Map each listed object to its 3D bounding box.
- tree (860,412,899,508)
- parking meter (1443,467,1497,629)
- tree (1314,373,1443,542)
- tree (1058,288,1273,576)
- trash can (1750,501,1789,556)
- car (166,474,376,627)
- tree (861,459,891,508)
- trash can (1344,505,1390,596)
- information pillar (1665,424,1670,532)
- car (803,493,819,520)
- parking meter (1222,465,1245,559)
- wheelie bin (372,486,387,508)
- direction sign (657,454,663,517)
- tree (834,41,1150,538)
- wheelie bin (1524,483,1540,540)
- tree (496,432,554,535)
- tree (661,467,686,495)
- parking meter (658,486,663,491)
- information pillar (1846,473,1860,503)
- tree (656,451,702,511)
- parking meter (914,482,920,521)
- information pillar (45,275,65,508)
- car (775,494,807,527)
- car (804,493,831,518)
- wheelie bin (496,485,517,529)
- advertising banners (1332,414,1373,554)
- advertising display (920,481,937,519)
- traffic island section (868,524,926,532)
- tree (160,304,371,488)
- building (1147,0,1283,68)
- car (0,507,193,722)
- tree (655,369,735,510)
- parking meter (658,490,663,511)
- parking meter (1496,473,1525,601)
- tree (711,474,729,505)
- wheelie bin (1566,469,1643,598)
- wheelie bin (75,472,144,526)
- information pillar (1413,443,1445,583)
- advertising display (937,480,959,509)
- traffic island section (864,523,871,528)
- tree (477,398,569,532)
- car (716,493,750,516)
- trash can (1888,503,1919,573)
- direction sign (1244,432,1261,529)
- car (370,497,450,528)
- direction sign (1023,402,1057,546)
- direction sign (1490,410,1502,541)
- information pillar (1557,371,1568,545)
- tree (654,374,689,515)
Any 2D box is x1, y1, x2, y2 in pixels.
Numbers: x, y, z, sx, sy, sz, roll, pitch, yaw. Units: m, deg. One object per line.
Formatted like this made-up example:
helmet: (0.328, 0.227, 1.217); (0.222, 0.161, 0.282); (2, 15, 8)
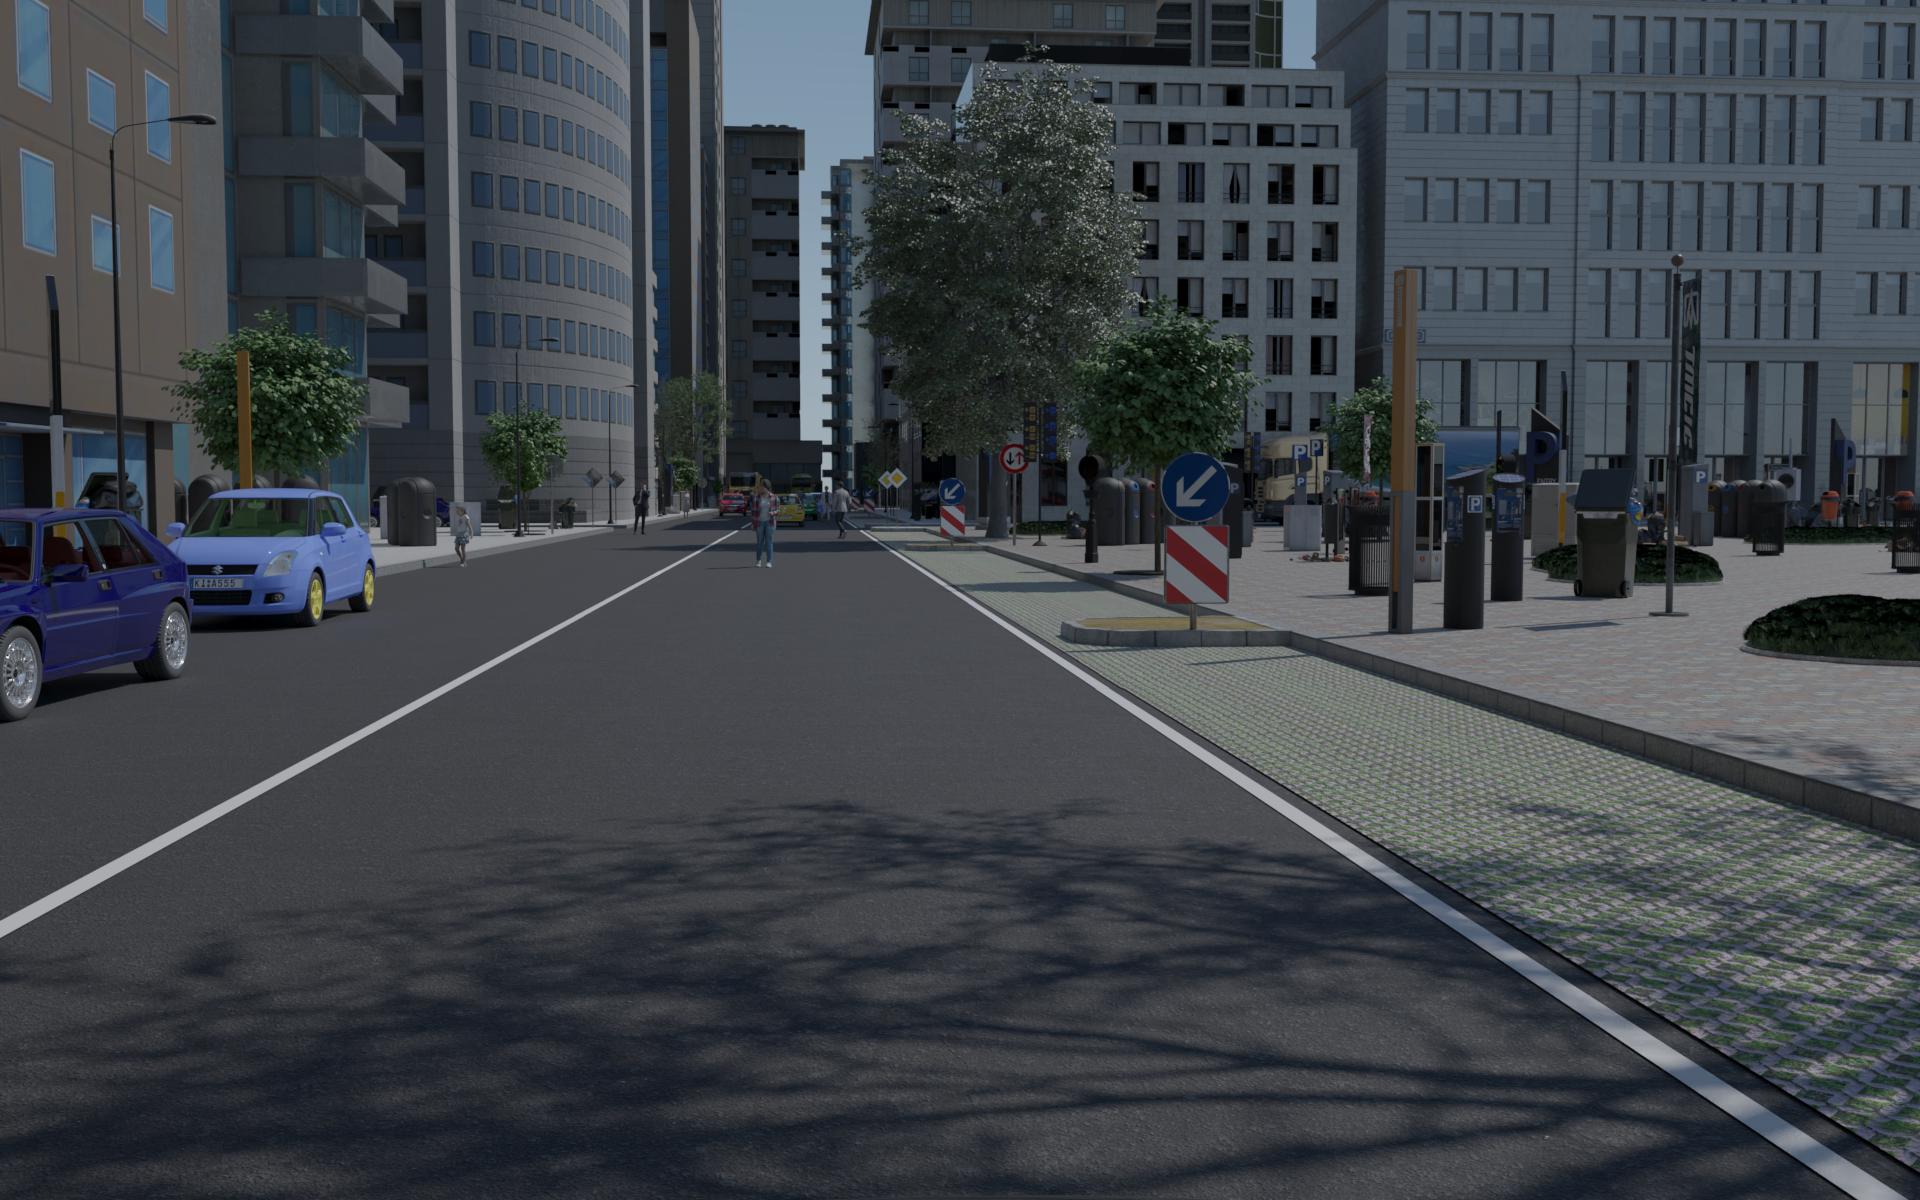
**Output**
tree: (-7.130, -12.551, 155.579); (4.360, 8.622, 3.978); (0, 3, 0)
parking meter: (4.819, -0.497, 16.537); (0.372, 1.533, 0.369); (0, 3, 0)
tree: (11.372, -3.878, 47.117); (4.285, 4.588, 4.351); (0, 3, 0)
tree: (3.272, -2.695, 27.777); (4.285, 4.588, 4.351); (0, 3, 0)
trash can: (16.876, -1.498, 36.138); (0.748, 1.137, 0.748); (0, 3, 0)
car: (-7.893, -0.621, 19.743); (1.945, 1.707, 3.694); (0, 4, -6)
tree: (-7.859, -10.966, 163.002); (4.285, 4.588, 4.351); (0, 3, 0)
trash can: (5.250, -0.633, 22.003); (0.748, 1.137, 0.748); (0, 3, 0)
information pillar: (23.879, -4.084, 58.132); (0.183, 3.616, 0.504); (0, 4, 2)
car: (-8.736, -5.295, 95.372); (1.959, 1.807, 4.718); (0, 4, -5)
parking meter: (5.438, -1.759, 34.478); (0.399, 1.863, 0.255); (0, 4, -6)
wheelie bin: (-24.024, -3.928, 72.133); (0.980, 1.594, 0.693); (3, 4, 39)
direction sign: (-16.981, -6.481, 97.965); (0.379, 3.537, 0.876); (0, 4, -1)
tree: (1.094, -8.807, 50.654); (9.857, 13.997, 8.962); (0, 3, 0)
wheelie bin: (16.226, -2.516, 49.052); (0.980, 1.594, 0.693); (-3, 4, -36)
tree: (-13.624, -3.634, 54.017); (1.663, 3.219, 1.824); (0, 3, 0)
tree: (-20.038, -7.746, 121.252); (1.663, 3.219, 1.824); (0, 3, 0)
parking meter: (-21.658, -7.323, 125.435); (0.399, 1.863, 0.255); (1, 4, 9)
information pillar: (30.935, -3.397, 60.038); (0.304, 2.012, 0.304); (-3, 4, -37)
tree: (-21.114, -8.955, 130.122); (4.285, 4.588, 4.351); (0, 3, 0)
parking meter: (-2.055, -4.721, 82.901); (0.255, 1.863, 0.399); (1, 4, 9)
information pillar: (-9.612, -1.656, 18.432); (0.183, 3.616, 0.504); (-2, 4, -32)
car: (-7.762, -4.065, 76.694); (2.015, 1.641, 3.980); (0, 4, -6)
car: (-8.816, -5.892, 105.920); (1.945, 1.707, 3.694); (0, 4, -5)
wheelie bin: (-16.491, -3.386, 63.262); (0.980, 1.594, 0.693); (1, 4, 9)
advertising banners: (8.513, -2.521, 37.412); (0.090, 3.025, 2.074); (2, 4, 35)
advertising display: (-1.594, -5.082, 88.308); (0.974, 1.923, 0.123); (-1, 4, -11)
traffic island section: (-2.388, -2.701, 66.445); (2.009, 0.180, 2.903); (0, 4, -5)
tree: (-11.976, -2.834, 30.058); (4.285, 4.588, 4.351); (0, 3, 0)
building: (35.307, -49.492, 247.453); (20.611, 71.187, 20.563); (0, 4, -5)
car: (-6.848, 0.031, 12.072); (1.945, 1.354, 3.894); (0, 4, -3)
tree: (-22.273, -13.327, 143.651); (9.928, 11.665, 9.643); (0, 3, 0)
parking meter: (-19.857, -6.508, 114.817); (0.372, 1.533, 0.369); (0, 3, 0)
parking meter: (6.586, -0.759, 20.826); (0.372, 1.533, 0.369); (0, 3, 0)
tree: (-23.576, -10.716, 169.806); (1.663, 3.219, 1.824); (0, 3, 0)
wheelie bin: (8.060, -0.840, 21.640); (0.980, 1.594, 0.693); (3, 4, 36)
wheelie bin: (-12.168, -1.039, 24.891); (0.693, 1.594, 0.980); (1, 4, 22)
information pillar: (6.836, -1.270, 25.252); (0.304, 2.012, 0.304); (-3, 5, -41)
advertising display: (-0.486, -4.366, 76.597); (0.974, 1.923, 0.123); (2, 4, 35)
traffic island section: (-3.099, -3.188, 74.399); (2.009, 0.180, 2.903); (0, 4, -5)
tree: (-14.888, -4.623, 59.306); (4.285, 4.588, 4.351); (0, 3, 0)
car: (-14.926, -6.413, 113.896); (2.155, 1.783, 4.494); (0, 4, -7)
trash can: (15.513, -1.011, 28.186); (0.748, 1.137, 0.748); (0, 3, 0)
direction sign: (10.623, -4.344, 63.021); (0.876, 3.537, 0.379); (-3, 5, -40)
car: (-22.271, -3.490, 69.640); (3.894, 1.354, 1.945); (0, 4, -7)
direction sign: (1.972, -3.102, 42.719); (0.876, 3.537, 0.379); (-1, 4, -20)
direction sign: (14.618, -3.368, 47.057); (0.379, 3.537, 0.876); (1, 4, 11)
information pillar: (11.382, -2.530, 32.720); (0.183, 3.616, 0.504); (1, 4, 14)
tree: (-18.760, -9.567, 106.777); (4.360, 8.622, 3.978); (0, 3, 0)
